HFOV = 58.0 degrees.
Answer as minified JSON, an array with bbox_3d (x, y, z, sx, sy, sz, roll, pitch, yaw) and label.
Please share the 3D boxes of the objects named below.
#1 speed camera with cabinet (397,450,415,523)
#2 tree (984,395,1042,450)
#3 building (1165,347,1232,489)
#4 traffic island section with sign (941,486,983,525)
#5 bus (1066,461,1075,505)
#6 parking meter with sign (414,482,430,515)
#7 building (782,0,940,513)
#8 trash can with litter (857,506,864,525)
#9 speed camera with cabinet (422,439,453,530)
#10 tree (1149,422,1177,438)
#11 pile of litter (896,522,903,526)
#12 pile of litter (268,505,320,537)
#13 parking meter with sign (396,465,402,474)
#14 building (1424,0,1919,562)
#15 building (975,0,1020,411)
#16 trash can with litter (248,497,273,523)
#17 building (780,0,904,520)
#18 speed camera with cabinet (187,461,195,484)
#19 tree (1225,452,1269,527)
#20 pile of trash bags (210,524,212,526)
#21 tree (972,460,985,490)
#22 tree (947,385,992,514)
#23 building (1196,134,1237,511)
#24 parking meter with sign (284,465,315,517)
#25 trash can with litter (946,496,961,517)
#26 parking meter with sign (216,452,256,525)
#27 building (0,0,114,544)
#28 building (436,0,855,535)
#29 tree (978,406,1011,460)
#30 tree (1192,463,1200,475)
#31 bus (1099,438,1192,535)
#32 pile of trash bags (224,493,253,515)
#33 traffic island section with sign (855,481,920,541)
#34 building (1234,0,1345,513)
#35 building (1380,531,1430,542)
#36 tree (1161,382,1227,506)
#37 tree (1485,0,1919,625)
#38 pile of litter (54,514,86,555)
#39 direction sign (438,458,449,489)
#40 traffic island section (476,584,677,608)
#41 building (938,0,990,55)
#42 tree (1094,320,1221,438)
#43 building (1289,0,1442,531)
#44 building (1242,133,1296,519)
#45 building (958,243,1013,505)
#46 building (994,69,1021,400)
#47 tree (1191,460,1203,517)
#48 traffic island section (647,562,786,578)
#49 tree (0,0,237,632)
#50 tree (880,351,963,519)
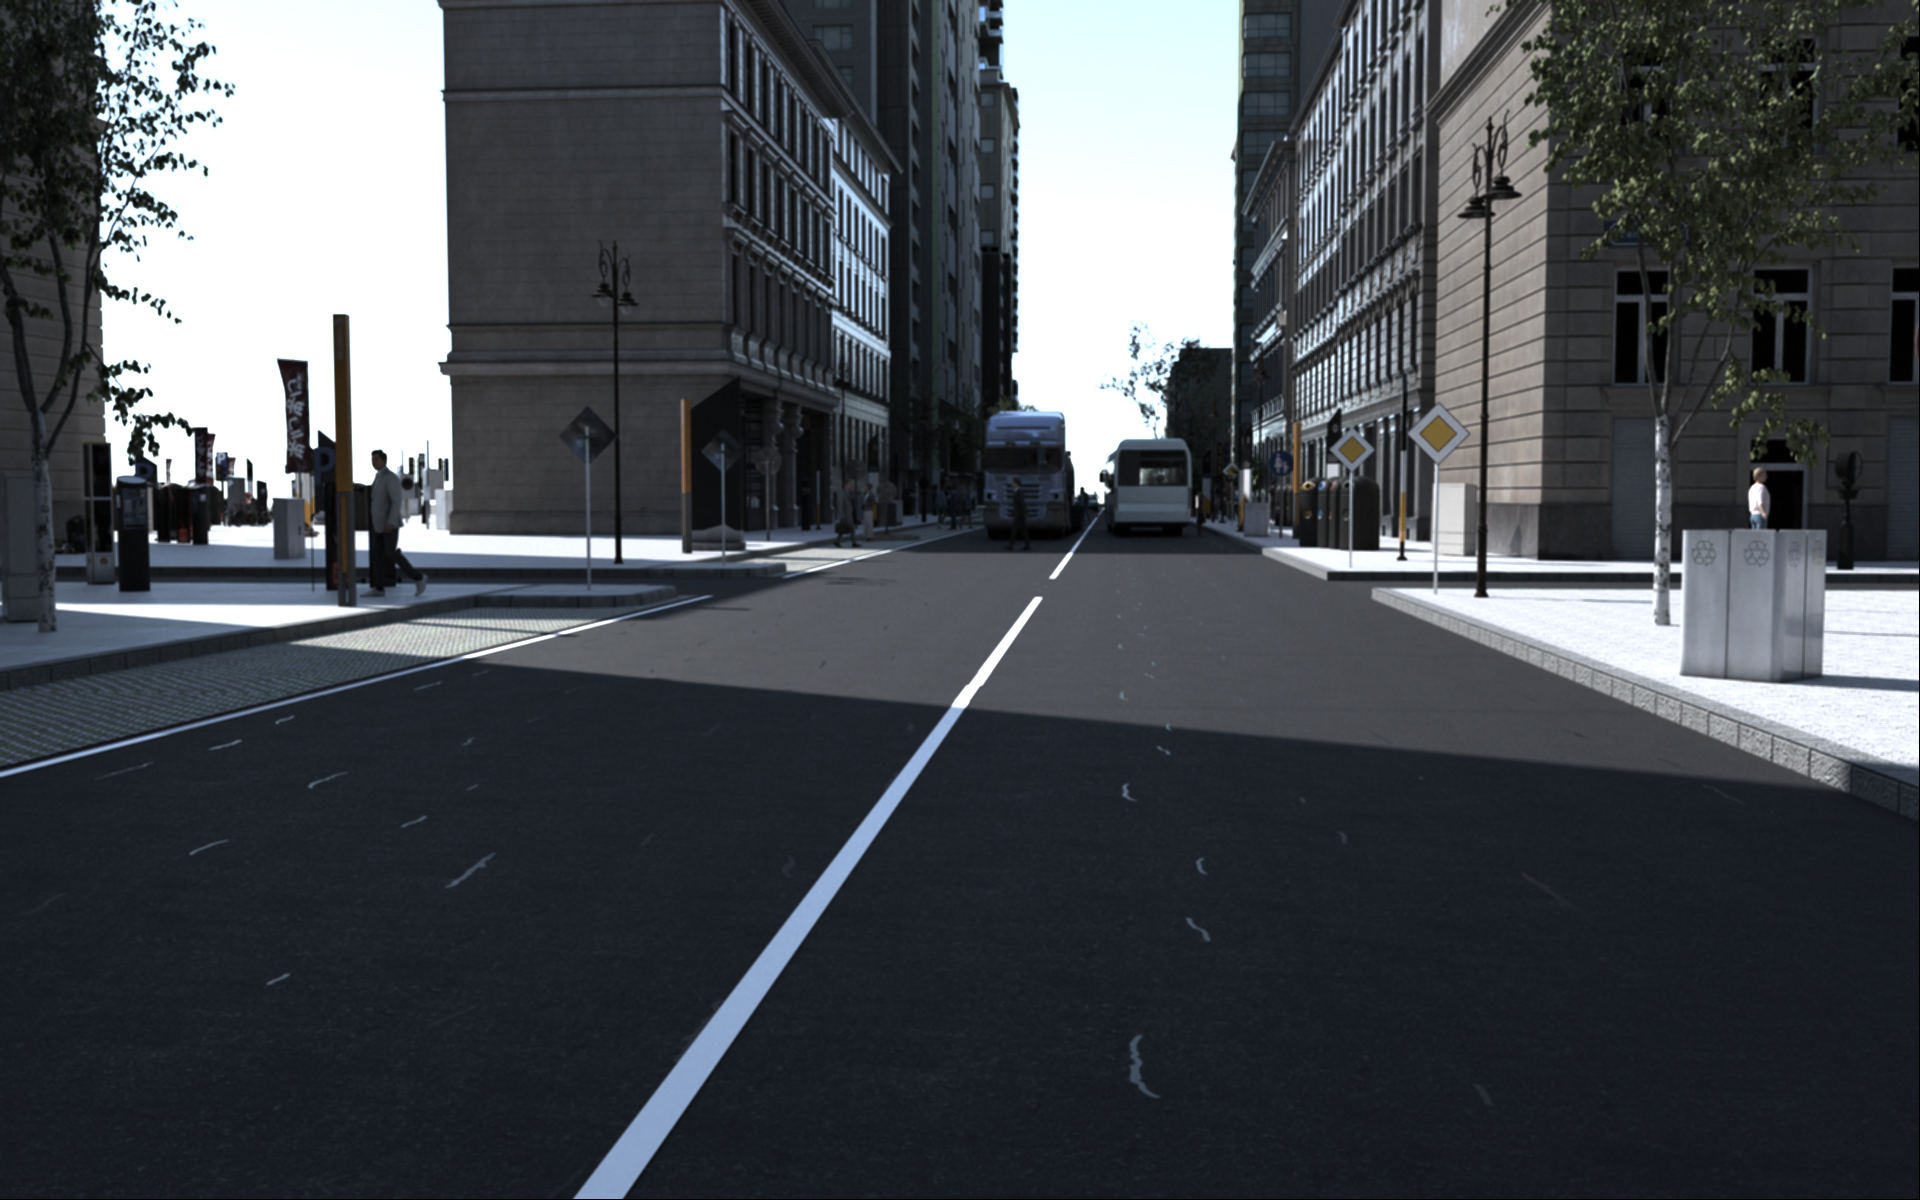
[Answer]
[{"bbox_3d":[-25.140,-5.018,76.374,2.038,3.252,0.660,-3,5,-42],"label":"speed camera with cabinet"},{"bbox_3d":[5.929,-15.715,182.692,9.928,11.665,9.643,0,3,0],"label":"tree"},{"bbox_3d":[43.692,-24.641,247.914,27.650,21.520,28.899,0,4,5],"label":"building"},{"bbox_3d":[0.135,-4.398,80.531,1.989,1.847,2.006,0,4,5],"label":"traffic island section with sign"},{"bbox_3d":[3.521,-5.089,78.071,2.948,3.499,13.247,0,4,7],"label":"bus"},{"bbox_3d":[-34.118,-6.868,108.546,1.738,3.016,0.543,0,3,0],"label":"parking meter with sign"},{"bbox_3d":[-8.998,-26.341,114.265,14.154,41.232,14.086,0,4,5],"label":"building"},{"bbox_3d":[-3.990,-3.704,71.941,1.055,1.170,0.624,-1,4,-21],"label":"trash can with litter"},{"bbox_3d":[-18.667,-4.159,62.340,0.660,3.252,2.038,-3,5,-41],"label":"speed camera with cabinet"},{"bbox_3d":[20.247,-13.840,176.641,4.737,8.622,4.395,0,3,0],"label":"tree"},{"bbox_3d":[-2.863,-3.407,69.672,1.176,0.858,1.719,1,4,13],"label":"pile of litter"},{"bbox_3d":[-19.825,-2.334,52.118,1.176,0.858,1.719,0,4,6],"label":"pile of litter"},{"bbox_3d":[-34.558,-6.619,104.482,0.543,3.016,1.738,3,5,42],"label":"parking meter with sign"},{"bbox_3d":[23.723,-14.672,37.147,25.104,27.353,12.463,0,4,5],"label":"building"},{"bbox_3d":[-1.298,-57.243,248.599,22.319,86.520,31.000,0,4,5],"label":"building"},{"bbox_3d":[-31.247,-4.039,77.430,1.055,1.170,0.624,-2,4,-33],"label":"trash can with litter"},{"bbox_3d":[-12.713,-15.718,90.277,16.112,22.955,30.059,0,4,5],"label":"building"},{"bbox_3d":[-46.436,-6.761,104.873,0.660,3.252,2.038,-1,4,-21],"label":"speed camera with cabinet"},{"bbox_3d":[11.190,-4.470,67.683,1.663,3.219,1.824,0,3,0],"label":"tree"},{"bbox_3d":[-30.645,-3.525,67.384,1.912,1.369,3.447,0,4,0],"label":"pile of trash bags"},{"bbox_3d":[2.648,-9.489,138.856,4.285,4.588,4.351,0,3,0],"label":"tree"},{"bbox_3d":[1.075,-9.991,113.722,4.737,8.622,4.395,0,3,0],"label":"tree"},{"bbox_3d":[38.542,-28.835,163.334,32.217,40.220,23.993,0,4,5],"label":"building"},{"bbox_3d":[-39.251,-6.537,103.138,1.738,3.016,0.543,1,4,11],"label":"parking meter with sign"},{"bbox_3d":[-0.286,-5.257,97.337,1.055,1.170,0.624,3,5,39],"label":"trash can with litter"},{"bbox_3d":[-29.995,-4.624,71.858,0.543,3.016,1.738,1,4,18],"label":"parking meter with sign"},{"bbox_3d":[-35.434,-14.919,41.188,25.104,27.353,12.463,0,4,5],"label":"building"},{"bbox_3d":[-11.552,-12.476,54.896,10.553,20.767,40.483,0,4,5],"label":"building"},{"bbox_3d":[3.351,-11.839,143.936,4.360,8.622,3.978,0,3,0],"label":"tree"},{"bbox_3d":[17.463,-9.348,136.548,4.285,4.588,4.351,0,3,0],"label":"tree"},{"bbox_3d":[6.744,-4.221,63.871,2.948,3.499,13.247,0,4,3],"label":"bus"},{"bbox_3d":[-42.729,-5.561,100.681,3.447,1.369,1.912,0,4,7],"label":"pile of trash bags"},{"bbox_3d":[-2.265,-2.756,53.683,1.989,1.847,2.006,0,4,5],"label":"traffic island section with sign"},{"bbox_3d":[26.191,-26.721,120.482,14.154,41.232,14.086,0,4,5],"label":"building"},{"bbox_3d":[17.799,-12.570,54.674,9.793,20.994,18.267,0,4,5],"label":"building"},{"bbox_3d":[15.364,-9.930,112.714,4.360,8.622,3.978,0,3,0],"label":"tree"},{"bbox_3d":[6.964,-4.046,16.508,4.737,8.622,4.395,0,3,0],"label":"tree"},{"bbox_3d":[-19.304,-1.432,37.371,1.176,0.858,1.719,1,4,22],"label":"pile of litter"},{"bbox_3d":[-32.240,-7.107,108.192,0.379,3.537,0.876,2,4,30],"label":"direction sign"},{"bbox_3d":[-4.981,-0.051,23.111,2.009,0.180,2.903,0,4,5],"label":"traffic island section"},{"bbox_3d":[-12.357,-35.093,163.001,28.713,52.752,27.495,0,4,5],"label":"building"},{"bbox_3d":[21.298,-20.370,188.939,12.611,20.169,13.585,0,3,0],"label":"tree"},{"bbox_3d":[19.727,-13.718,73.446,9.793,20.994,18.267,0,4,5],"label":"building"},{"bbox_3d":[21.672,-15.708,92.974,11.583,22.565,21.152,0,4,5],"label":"building"},{"bbox_3d":[-1.328,-26.206,200.161,14.160,30.474,14.107,0,4,5],"label":"building"},{"bbox_3d":[-7.246,-38.631,220.850,28.713,52.752,27.495,0,4,5],"label":"building"},{"bbox_3d":[13.318,-6.314,97.841,1.663,3.219,1.824,0,3,0],"label":"tree"},{"bbox_3d":[-4.273,-0.537,31.065,2.009,0.180,2.903,0,4,5],"label":"traffic island section"},{"bbox_3d":[-8.518,-3.997,15.706,4.360,8.622,3.978,0,3,0],"label":"tree"},{"bbox_3d":[-2.013,-8.560,90.324,4.360,8.622,3.978,0,3,0],"label":"tree"}]
